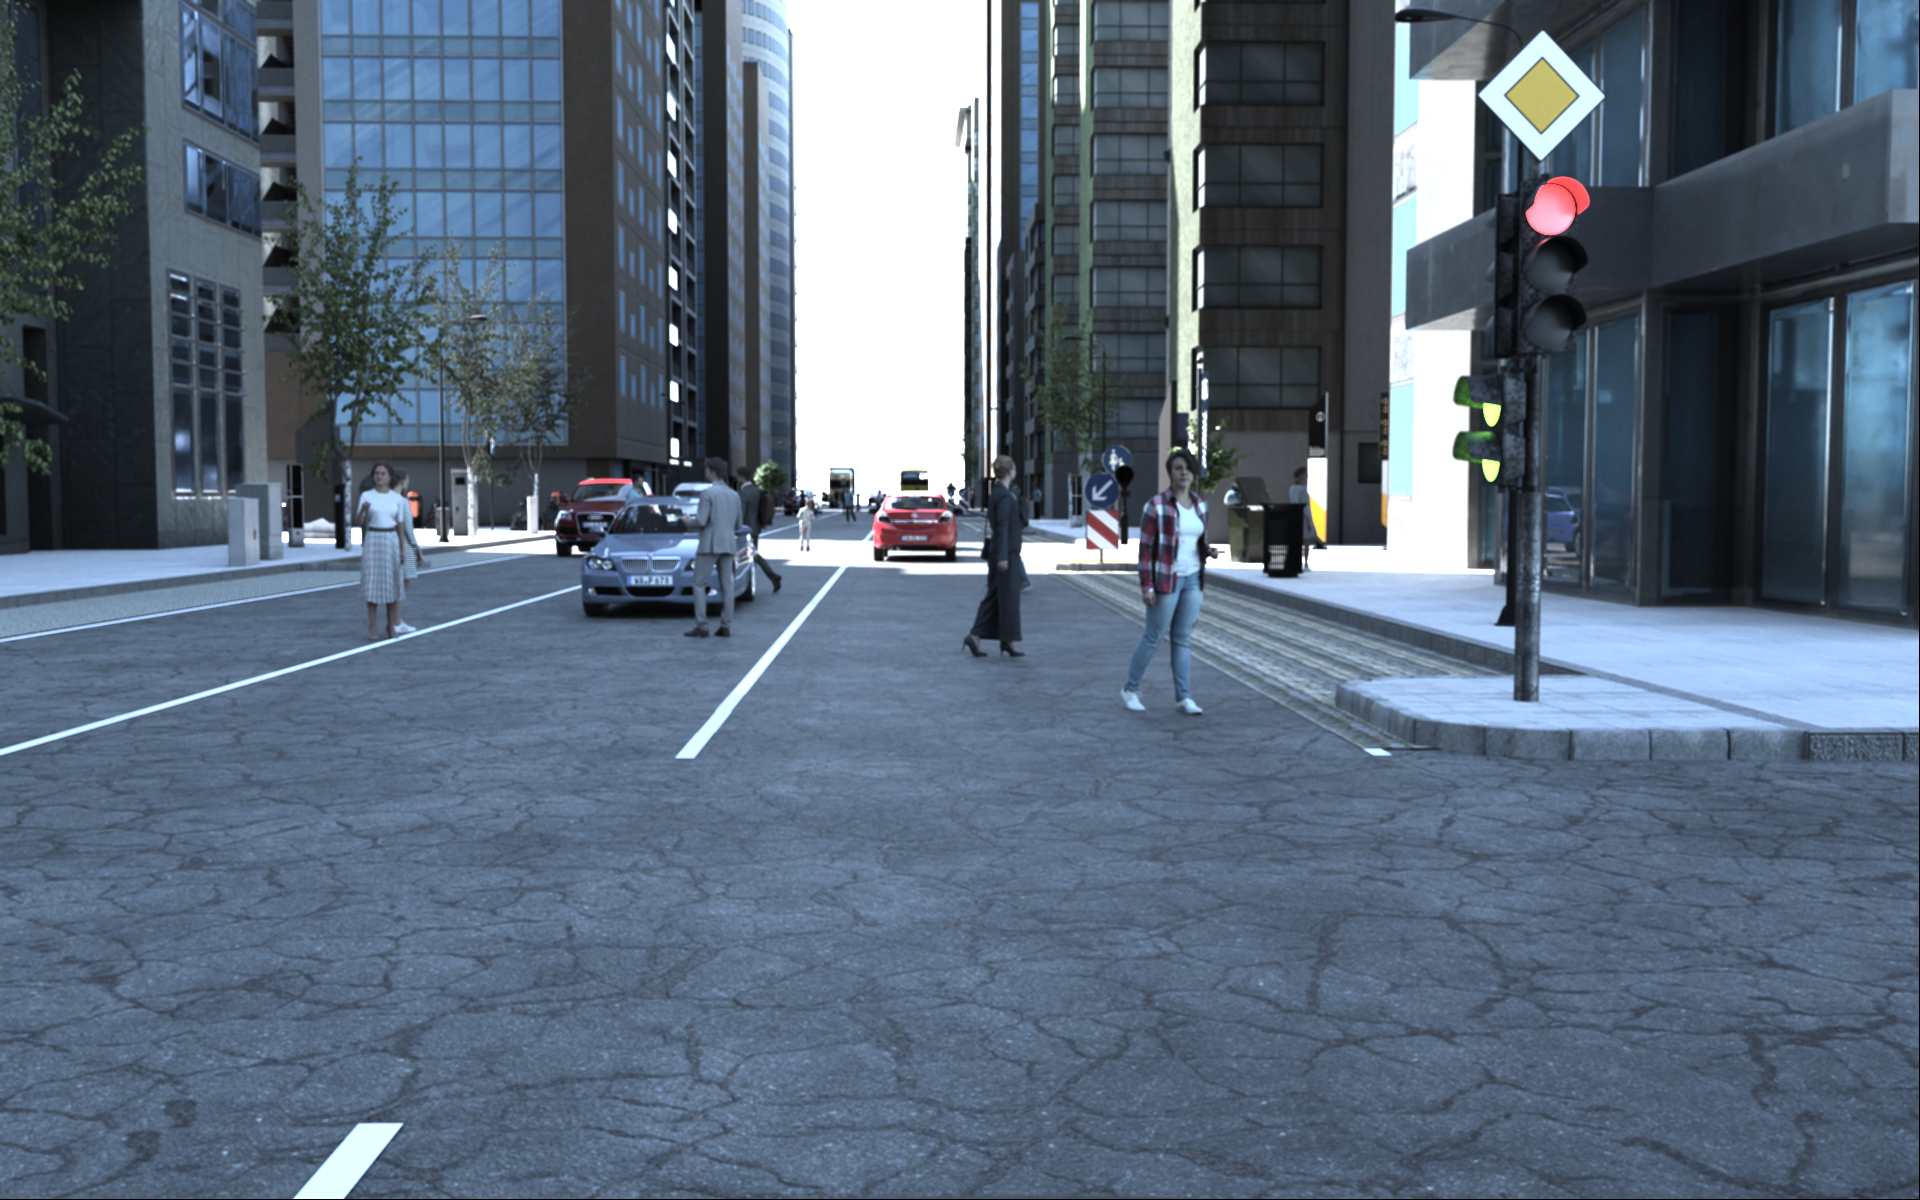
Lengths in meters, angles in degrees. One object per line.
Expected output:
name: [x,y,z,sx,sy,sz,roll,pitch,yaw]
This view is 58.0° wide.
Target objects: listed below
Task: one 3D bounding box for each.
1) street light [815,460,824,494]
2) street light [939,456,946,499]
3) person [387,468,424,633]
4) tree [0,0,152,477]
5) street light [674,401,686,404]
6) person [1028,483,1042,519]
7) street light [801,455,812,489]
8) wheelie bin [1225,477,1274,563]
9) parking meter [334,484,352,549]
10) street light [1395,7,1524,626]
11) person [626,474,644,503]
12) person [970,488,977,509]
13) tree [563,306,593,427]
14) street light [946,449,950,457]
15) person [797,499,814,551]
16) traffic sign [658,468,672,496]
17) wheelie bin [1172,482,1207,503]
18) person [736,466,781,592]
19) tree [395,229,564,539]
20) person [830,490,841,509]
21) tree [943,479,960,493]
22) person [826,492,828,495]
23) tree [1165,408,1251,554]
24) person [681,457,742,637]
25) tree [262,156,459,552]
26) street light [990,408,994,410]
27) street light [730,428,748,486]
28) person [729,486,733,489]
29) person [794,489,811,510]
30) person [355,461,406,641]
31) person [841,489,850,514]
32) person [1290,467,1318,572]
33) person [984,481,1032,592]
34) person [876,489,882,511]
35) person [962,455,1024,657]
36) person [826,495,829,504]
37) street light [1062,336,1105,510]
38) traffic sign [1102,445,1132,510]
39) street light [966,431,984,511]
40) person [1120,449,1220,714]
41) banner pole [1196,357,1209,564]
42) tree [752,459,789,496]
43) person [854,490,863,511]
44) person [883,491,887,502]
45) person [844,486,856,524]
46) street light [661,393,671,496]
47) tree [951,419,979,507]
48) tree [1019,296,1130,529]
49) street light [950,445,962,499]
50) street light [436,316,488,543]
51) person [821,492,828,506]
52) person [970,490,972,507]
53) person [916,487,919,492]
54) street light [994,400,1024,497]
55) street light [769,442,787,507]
street light: [-19.368,-16.270,238.557,1.470,5.913,1.316,0,4,-2]
street light: [-1.503,-14.584,210.986,1.470,5.913,1.316,0,4,-2]
person: [-5.803,-0.514,17.916,0.512,1.701,0.522,3,4,37]
tree: [-12.838,-4.372,21.848,4.737,8.622,4.395,0,3,0]
street light: [-14.384,-6.979,86.655,1.470,5.913,1.316,0,4,-2]
person: [3.880,-5.033,88.324,0.705,1.826,1.348,-2,4,-26]
street light: [-18.138,-14.166,204.153,1.470,5.913,1.316,0,4,-2]
wheelie bin: [5.350,-1.489,32.251,0.980,1.594,0.693,-2,4,-28]
parking meter: [-14.545,-1.984,40.847,0.372,1.533,0.369,0,3,0]
street light: [4.848,-2.703,16.730,1.470,5.913,1.316,0,4,-2]
person: [-6.277,-1.507,33.153,0.620,1.820,0.660,0,4,2]
person: [1.130,-8.677,148.056,0.705,1.807,1.348,-1,4,-19]
tree: [-15.459,-6.893,63.070,4.360,8.622,3.978,0,3,0]
street light: [-0.374,-12.463,176.303,1.470,5.913,1.316,0,4,-2]
person: [-3.876,-1.869,43.339,0.425,1.301,0.394,-2,4,-32]
traffic sign: [-14.599,-5.230,85.609,0.768,2.556,0.104,0,4,2]
wheelie bin: [5.115,-1.925,39.385,0.980,1.594,0.693,1,4,9]
person: [-3.034,-1.016,25.078,0.822,1.834,0.622,1,4,13]
tree: [-13.713,-6.048,49.254,4.360,8.622,3.978,0,3,0]
person: [-12.214,-9.934,170.940,1.348,1.822,0.705,-1,4,-16]
tree: [-1.097,-13.580,216.640,1.663,3.219,1.824,0,3,0]
person: [-17.422,-13.372,227.956,1.217,1.723,0.721,3,4,37]
tree: [5.205,-2.636,37.707,1.663,3.219,1.824,0,3,0]
person: [-2.525,-0.539,17.510,0.583,1.804,0.606,2,4,33]
tree: [-13.610,-5.404,38.716,4.737,8.622,4.395,0,3,0]
street light: [2.329,-7.382,93.238,1.470,5.913,1.316,0,4,-2]
street light: [-15.462,-9.082,121.033,1.470,5.913,1.316,0,4,-2]
person: [-10.909,-4.480,81.842,0.679,1.850,0.850,-1,4,-8]
person: [-9.787,-6.047,108.049,1.217,1.739,0.721,1,4,18]
person: [-5.663,-0.483,16.972,0.480,1.755,0.524,-2,4,-31]
person: [-8.203,-7.032,123.919,0.683,1.767,0.568,0,4,-4]
person: [5.596,-1.326,28.476,0.466,1.731,0.760,2,4,33]
person: [0.699,-1.029,25.315,0.713,1.824,0.794,0,4,4]
person: [-4.417,-5.242,95.137,0.436,1.711,0.756,1,4,11]
person: [0.344,-0.386,15.230,0.534,1.772,0.576,-2,4,-35]
person: [-17.281,-13.021,224.645,1.065,1.426,0.557,0,4,-4]
street light: [3.700,-4.805,51.106,1.470,5.913,1.316,0,4,-2]
traffic sign: [4.103,-2.769,45.373,0.768,2.556,0.104,0,4,0]
street light: [1.117,-9.485,127.626,1.470,5.913,1.316,0,4,-2]
person: [1.389,-0.124,11.370,0.563,1.720,0.643,-2,4,-30]
banner pole: [4.412,-2.540,31.550,0.401,3.779,0.863,0,4,-6]
tree: [-17.437,-10.713,158.866,4.285,4.588,4.351,0,3,0]
person: [-8.658,-8.437,146.529,0.705,1.814,1.350,3,5,41]
person: [-9.184,-12.443,211.805,0.709,1.838,0.599,0,4,-2]
person: [-5.291,-4.590,83.569,0.660,1.820,0.620,2,4,35]
street light: [-14.183,-6.548,79.605,1.470,5.913,1.316,0,4,-2]
tree: [1.093,-13.411,169.628,4.360,8.622,3.978,0,3,0]
tree: [4.141,-6.946,63.935,4.737,8.622,4.395,0,3,0]
street light: [0.054,-11.607,162.322,1.470,5.913,1.316,0,4,-2]
street light: [-12.988,-4.446,45.231,1.470,5.913,1.316,0,4,-2]
person: [-16.632,-12.516,213.817,1.217,1.739,0.721,0,4,-2]
person: [1.249,-10.118,172.276,0.445,1.727,0.742,-3,4,-38]
person: [-2.636,-6.074,107.678,0.709,1.838,0.599,0,4,-2]
street light: [2.584,-6.928,85.807,1.470,5.913,1.316,0,4,-2]
street light: [-16.548,-11.185,155.411,1.470,5.913,1.316,0,4,-2]
